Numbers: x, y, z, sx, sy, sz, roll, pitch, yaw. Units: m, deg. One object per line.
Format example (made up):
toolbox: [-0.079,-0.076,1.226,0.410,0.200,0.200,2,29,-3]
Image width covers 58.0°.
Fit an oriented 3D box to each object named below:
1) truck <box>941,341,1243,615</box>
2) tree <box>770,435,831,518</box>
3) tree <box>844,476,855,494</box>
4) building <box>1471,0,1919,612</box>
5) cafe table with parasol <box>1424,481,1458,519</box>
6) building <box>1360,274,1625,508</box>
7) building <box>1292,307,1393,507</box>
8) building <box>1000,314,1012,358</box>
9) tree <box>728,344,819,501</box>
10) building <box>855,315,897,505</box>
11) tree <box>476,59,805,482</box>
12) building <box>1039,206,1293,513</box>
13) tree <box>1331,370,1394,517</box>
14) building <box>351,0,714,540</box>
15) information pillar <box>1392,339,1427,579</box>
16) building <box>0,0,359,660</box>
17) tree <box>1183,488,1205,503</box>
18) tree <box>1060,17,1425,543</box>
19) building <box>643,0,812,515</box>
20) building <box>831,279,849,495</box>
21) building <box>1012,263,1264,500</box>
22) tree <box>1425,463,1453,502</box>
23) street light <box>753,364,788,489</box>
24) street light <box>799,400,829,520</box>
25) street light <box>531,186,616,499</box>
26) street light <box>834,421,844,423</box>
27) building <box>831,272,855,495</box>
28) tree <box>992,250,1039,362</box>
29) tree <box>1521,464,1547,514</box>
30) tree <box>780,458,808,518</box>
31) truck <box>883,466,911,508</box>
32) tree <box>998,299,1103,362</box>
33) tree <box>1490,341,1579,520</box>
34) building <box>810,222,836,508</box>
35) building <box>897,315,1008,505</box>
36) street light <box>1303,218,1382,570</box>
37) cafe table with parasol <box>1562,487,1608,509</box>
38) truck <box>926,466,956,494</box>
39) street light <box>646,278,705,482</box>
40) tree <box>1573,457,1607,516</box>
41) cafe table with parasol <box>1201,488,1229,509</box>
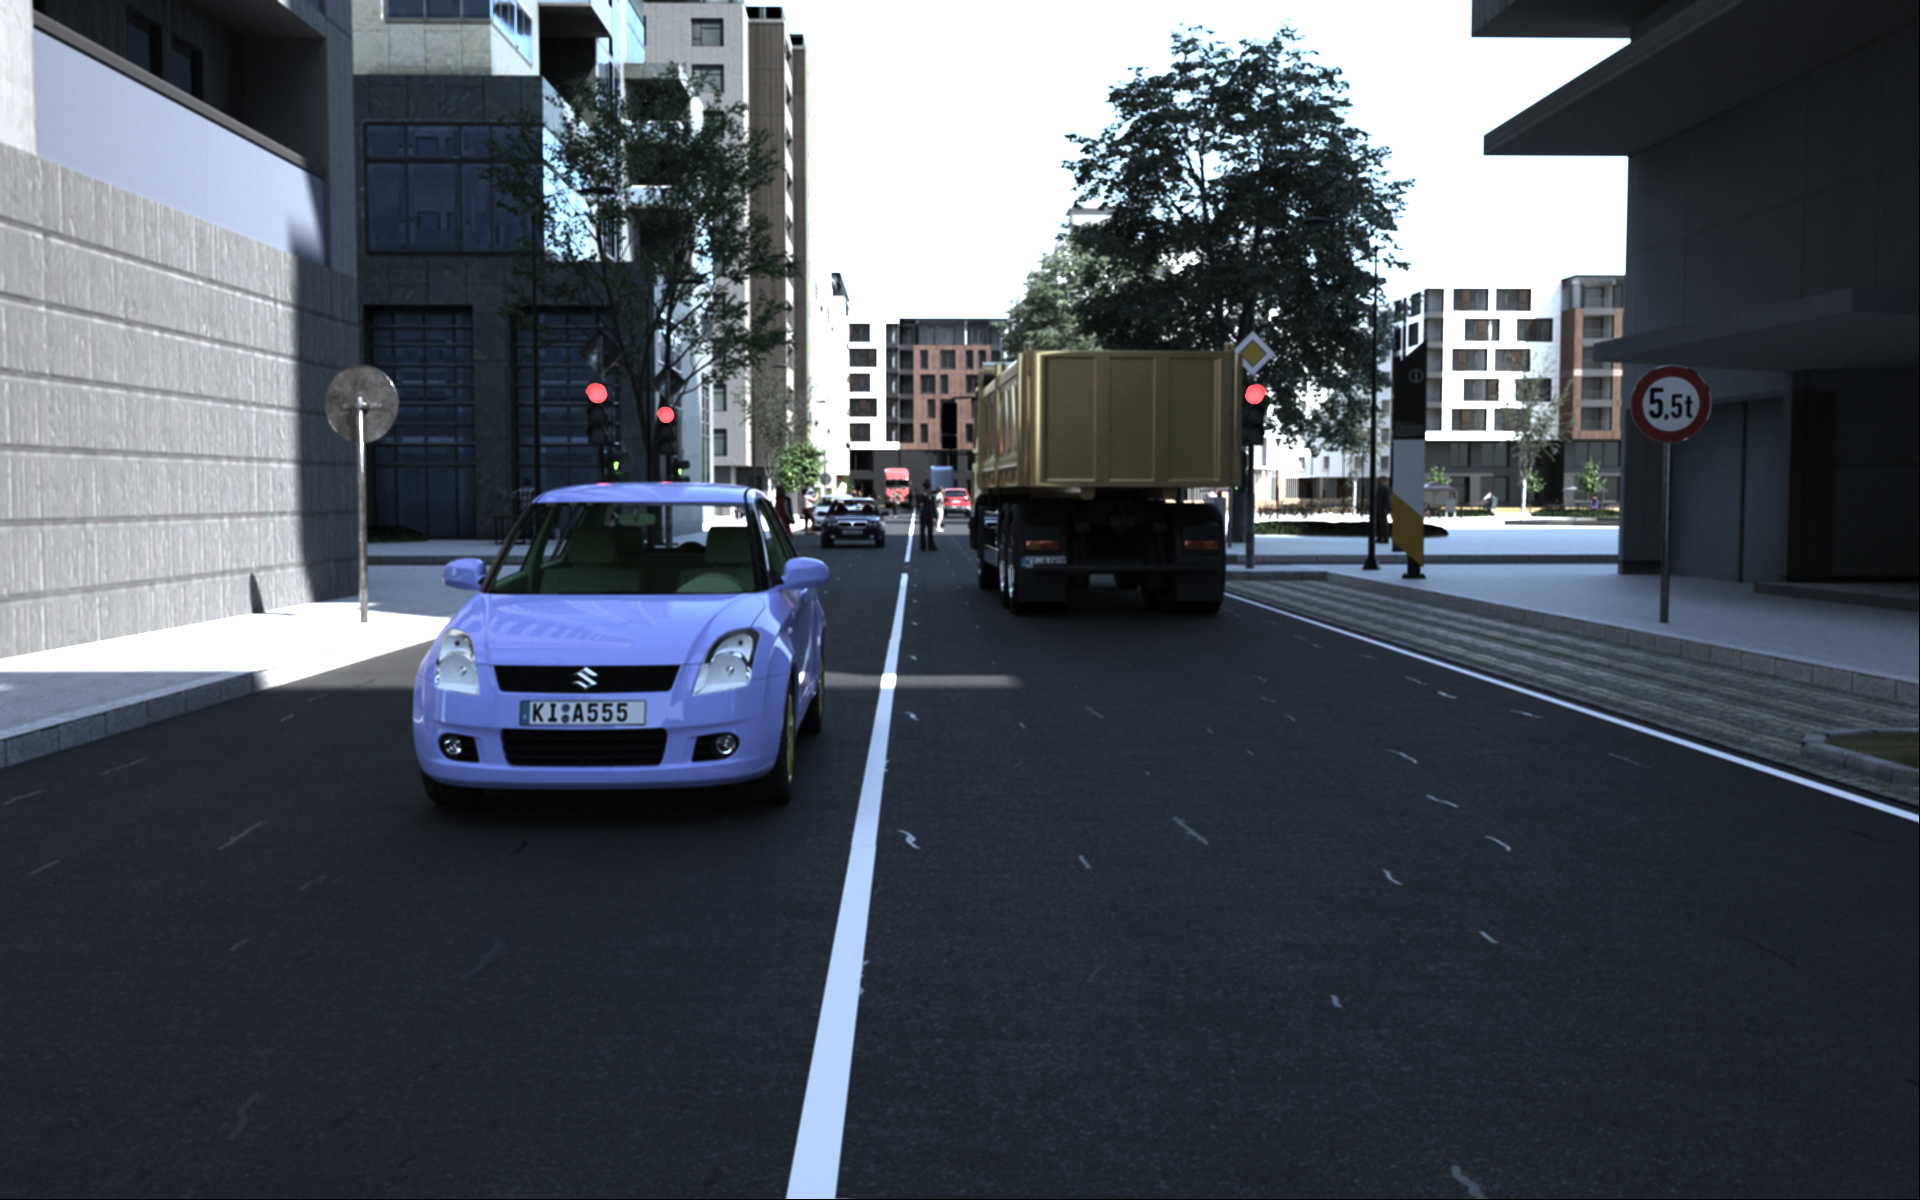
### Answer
truck: [1.634,-1.731,24.222,3.469,3.379,9.791,0,4,-3]
tree: [-8.766,-6.827,95.328,4.285,4.588,4.351,0,3,0]
tree: [-10.454,-10.046,158.855,1.663,3.219,1.824,0,3,0]
building: [21.964,-25.999,14.330,28.713,52.752,27.495,0,4,-1]
cafe table with parasol: [24.832,-5.253,90.753,2.610,1.966,2.610,-3,4,-36]
building: [60.322,-20.260,175.233,32.646,21.610,27.936,0,4,-1]
building: [37.670,-19.887,181.568,11.380,20.091,16.016,0,4,-1]
building: [13.137,-18.743,172.904,16.747,18.905,31.486,0,4,-1]
tree: [-8.853,-8.071,82.330,4.360,8.622,3.978,0,3,0]
building: [-23.601,-22.488,211.653,32.646,21.610,27.936,0,4,-1]
tree: [-7.681,-7.159,42.813,9.928,11.665,9.643,0,3,0]
building: [13.595,-16.096,119.586,16.016,20.091,11.380,0,4,-1]
tree: [22.314,-8.963,96.909,4.360,8.622,3.978,0,3,0]
building: [-20.013,-45.766,60.943,22.319,86.520,31.000,0,4,-1]
information pillar: [6.829,-2.136,26.285,0.504,3.616,0.183,1,4,14]
building: [-21.528,-28.966,15.596,28.212,58.520,21.231,0,4,-1]
tree: [13.865,-7.316,103.326,4.285,4.588,4.351,0,3,0]
tree: [7.316,-8.508,45.755,9.857,13.997,8.962,0,3,0]
building: [-16.367,-20.301,103.619,14.160,30.474,14.107,0,4,-1]
building: [-17.627,-17.954,149.967,16.016,20.091,11.380,0,4,-1]
building: [13.737,-16.814,141.371,16.747,18.905,31.486,0,4,-1]
tree: [29.103,-6.836,106.370,1.663,3.219,1.824,0,3,0]
street light: [-6.843,-5.476,62.074,1.470,5.913,1.316,0,4,-1]
street light: [-7.312,-6.942,86.040,1.470,5.913,1.316,0,4,-1]
street light: [-5.885,-3.285,26.249,1.470,5.913,1.316,0,4,-1]
street light: [-8.047,-8.425,110.292,1.470,5.913,1.316,0,4,-1]
building: [-27.622,-20.128,173.071,32.646,21.610,27.936,0,4,-1]
tree: [6.035,-10.683,81.330,9.857,13.997,8.962,0,3,0]
tree: [36.885,-7.196,112.253,1.663,3.219,1.824,0,3,0]
tree: [-9.159,-5.960,92.046,1.663,3.219,1.824,0,3,0]
truck: [-6.496,-11.566,178.014,2.839,4.237,11.283,0,4,-2]
tree: [5.540,-11.096,98.435,9.611,12.733,9.660,0,3,0]
tree: [27.792,-8.204,84.492,4.360,8.622,3.978,0,3,0]
building: [-18.330,-16.020,128.380,16.747,18.905,31.486,0,4,-1]
building: [9.055,-22.488,211.658,32.646,21.610,27.936,0,4,-1]
street light: [6.459,-3.470,29.274,1.470,5.913,1.316,0,4,-1]
cafe table with parasol: [36.124,-5.827,100.138,2.610,1.966,2.610,-3,5,-40]
truck: [-1.526,-10.483,161.151,2.967,4.110,18.799,0,4,-2]
street light: [-6.193,-3.968,37.420,1.470,5.913,1.316,0,4,-1]
tree: [32.170,-5.721,88.141,1.663,3.219,1.824,0,3,0]
cafe table with parasol: [16.131,-6.361,108.862,2.610,1.966,2.610,-2,4,-29]
